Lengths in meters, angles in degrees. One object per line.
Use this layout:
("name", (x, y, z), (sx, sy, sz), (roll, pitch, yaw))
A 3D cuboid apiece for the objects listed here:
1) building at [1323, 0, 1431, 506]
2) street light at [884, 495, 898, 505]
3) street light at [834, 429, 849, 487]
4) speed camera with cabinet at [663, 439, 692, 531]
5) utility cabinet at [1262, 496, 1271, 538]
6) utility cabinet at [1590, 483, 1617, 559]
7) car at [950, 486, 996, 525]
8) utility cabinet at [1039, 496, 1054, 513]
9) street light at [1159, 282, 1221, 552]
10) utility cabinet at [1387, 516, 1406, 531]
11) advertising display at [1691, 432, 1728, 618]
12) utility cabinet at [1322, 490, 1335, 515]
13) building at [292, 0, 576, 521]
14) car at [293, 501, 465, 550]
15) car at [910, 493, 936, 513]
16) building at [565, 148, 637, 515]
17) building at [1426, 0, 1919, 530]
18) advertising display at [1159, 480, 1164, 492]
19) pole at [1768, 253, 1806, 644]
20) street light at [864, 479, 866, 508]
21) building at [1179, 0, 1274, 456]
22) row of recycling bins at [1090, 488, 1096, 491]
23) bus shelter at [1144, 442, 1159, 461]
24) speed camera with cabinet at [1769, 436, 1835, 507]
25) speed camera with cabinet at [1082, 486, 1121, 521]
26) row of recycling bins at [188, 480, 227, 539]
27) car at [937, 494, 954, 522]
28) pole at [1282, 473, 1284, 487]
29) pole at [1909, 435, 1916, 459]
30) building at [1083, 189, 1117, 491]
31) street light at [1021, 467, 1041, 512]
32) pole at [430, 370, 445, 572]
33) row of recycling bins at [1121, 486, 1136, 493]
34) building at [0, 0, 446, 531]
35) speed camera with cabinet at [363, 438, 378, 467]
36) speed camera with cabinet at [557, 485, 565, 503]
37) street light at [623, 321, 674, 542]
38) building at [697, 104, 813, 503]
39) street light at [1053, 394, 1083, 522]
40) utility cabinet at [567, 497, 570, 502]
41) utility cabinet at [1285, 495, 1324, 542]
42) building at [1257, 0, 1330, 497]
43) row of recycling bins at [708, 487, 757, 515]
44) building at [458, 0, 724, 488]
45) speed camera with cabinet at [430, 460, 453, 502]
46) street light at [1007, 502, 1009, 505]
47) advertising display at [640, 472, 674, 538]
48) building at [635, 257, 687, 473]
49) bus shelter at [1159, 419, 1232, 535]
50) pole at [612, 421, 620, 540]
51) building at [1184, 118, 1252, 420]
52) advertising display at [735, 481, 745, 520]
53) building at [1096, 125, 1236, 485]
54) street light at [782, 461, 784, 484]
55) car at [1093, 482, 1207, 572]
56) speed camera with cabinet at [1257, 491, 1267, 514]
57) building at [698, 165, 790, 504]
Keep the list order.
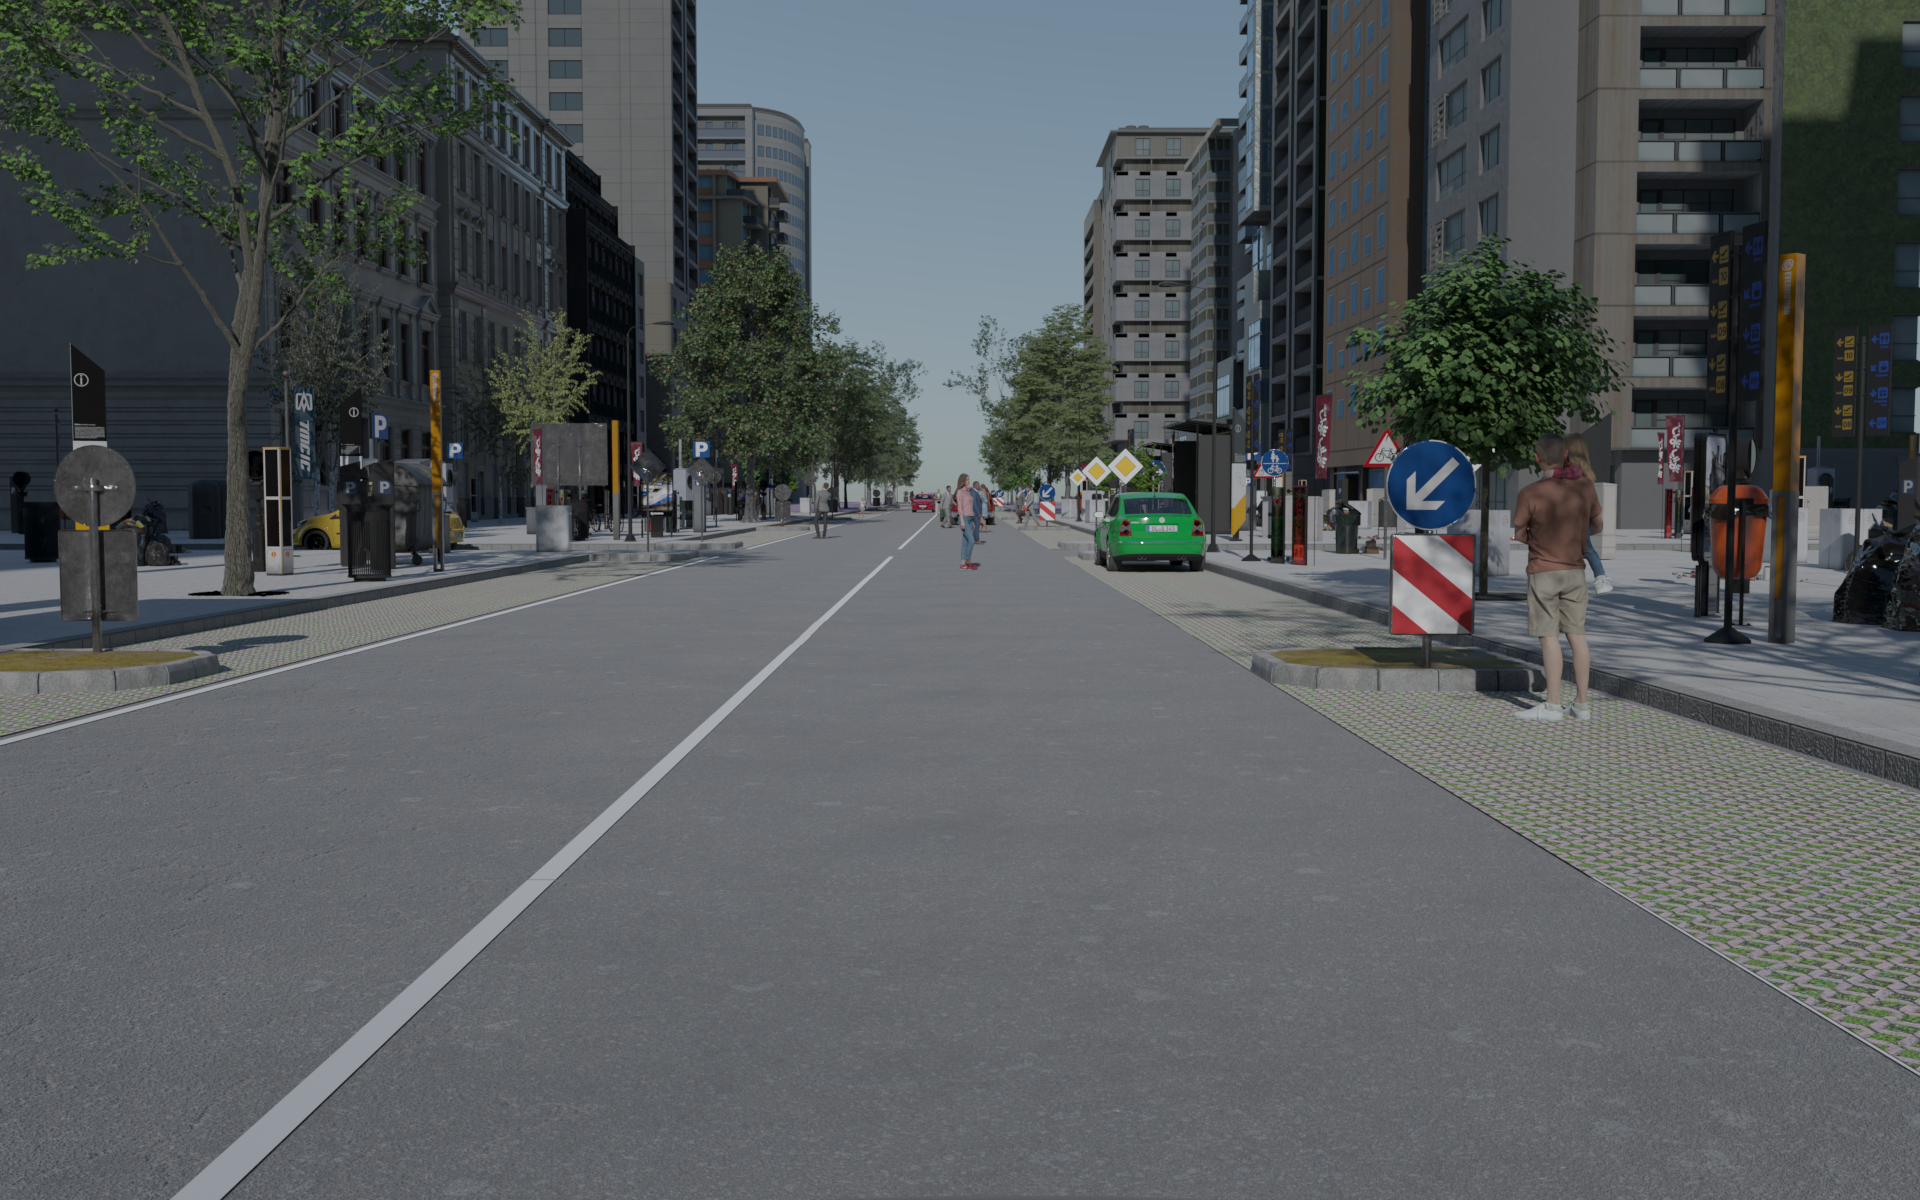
("building", (26.394, -26.597, 84.980), (14.600, 45.320, 14.200), (0, 3, 0))
("street light", (-8.370, -14.263, 205.747), (1.470, 5.913, 1.316), (0, 3, 0))
("street light", (-8.331, -9.168, 122.445), (1.470, 5.913, 1.316), (0, 3, 0))
("speed camera with cabinet", (-10.200, -4.125, 61.781), (0.660, 3.252, 2.038), (2, 4, 25))
("utility cabinet", (9.340, -2.411, 50.576), (1.020, 1.237, 0.306), (3, 5, 43))
("utility cabinet", (12.514, -1.561, 34.201), (0.318, 1.500, 1.173), (-1, 4, -10))
("car", (0.551, -4.425, 81.023), (2.281, 1.827, 5.304), (0, 4, -1))
("utility cabinet", (5.800, -6.415, 116.042), (1.020, 1.237, 0.306), (-1, 4, -18))
("street light", (5.041, -4.005, 38.023), (1.470, 5.913, 1.316), (0, 3, 0))
("utility cabinet", (15.386, -3.060, 61.190), (0.306, 1.237, 1.020), (3, 5, 44))
("advertising display", (7.909, -0.799, 18.285), (0.123, 1.923, 0.974), (3, 4, 36))
("utility cabinet", (17.902, -4.621, 84.235), (0.318, 1.500, 1.173), (0, 4, -6))
("building", (-29.348, -18.066, 92.639), (12.463, 27.353, 25.104), (0, 3, 0))
("car", (-14.047, -1.929, 41.771), (3.980, 1.641, 2.015), (0, 4, 2))
("car", (-2.812, -7.744, 135.657), (2.155, 1.783, 4.494), (0, 4, 2))
("building", (-28.786, -17.340, 113.191), (12.332, 23.373, 15.834), (0, 3, 0))
("building", (26.856, -23.435, 66.760), (14.086, 41.232, 14.154), (0, 3, 0))
("advertising display", (8.883, -4.393, 77.036), (0.123, 1.923, 0.974), (1, 4, 22))
("pole", (7.079, -1.283, 14.828), (0.158, 3.312, 0.155), (0, 3, 0))
("street light", (-8.381, -11.634, 162.751), (1.470, 5.913, 1.316), (0, 3, 0))
("building", (31.210, -50.669, 141.101), (22.319, 86.520, 31.000), (0, 3, 0))
("row of recycling bins", (8.158, -5.804, 102.013), (1.069, 1.692, 3.534), (0, 4, -1))
("bus shelter", (9.533, -5.495, 81.132), (1.731, 3.624, 6.357), (0, 3, 0))
("speed camera with cabinet", (28.656, -3.951, 58.927), (2.038, 3.252, 0.660), (0, 4, -8))
("speed camera with cabinet", (6.772, -5.405, 82.707), (2.038, 3.252, 0.660), (-3, 4, -37))
("row of recycling bins", (-21.855, -2.679, 50.917), (1.069, 1.692, 3.534), (-1, 4, -11))
("car", (-0.147, -4.813, 90.489), (2.131, 1.459, 4.920), (0, 4, -1))
("pole", (19.242, -6.699, 103.378), (0.158, 3.312, 0.155), (0, 3, 0))
("pole", (32.878, -4.036, 59.835), (0.158, 3.312, 0.155), (0, 3, 0))
("building", (30.588, -39.479, 269.181), (21.300, 48.544, 21.600), (0, 3, 0))
("street light", (5.042, -9.073, 120.890), (1.470, 5.913, 1.316), (0, 3, 0))
("pole", (-8.649, -2.129, 28.649), (0.158, 3.312, 0.155), (0, 3, 0))
("row of recycling bins", (8.594, -5.139, 91.132), (1.069, 1.692, 3.534), (1, 4, 20))
("building", (-29.032, -14.281, 69.652), (11.583, 22.565, 21.152), (0, 3, 0))
("speed camera with cabinet", (-15.962, -3.162, 46.033), (0.660, 3.252, 2.038), (-2, 4, -30))
("speed camera with cabinet", (-20.880, -5.869, 90.289), (0.660, 3.252, 2.038), (2, 4, 33))
("street light", (-8.350, -4.526, 46.534), (1.470, 5.913, 1.316), (0, 3, 0))
("building", (-34.054, -44.020, 261.724), (21.231, 58.520, 28.212), (0, 3, 0))
("street light", (4.988, -6.588, 80.253), (1.470, 5.913, 1.316), (0, 3, 0))
("utility cabinet", (-11.698, -2.457, 51.338), (0.306, 1.237, 1.020), (-1, 4, -14))
("utility cabinet", (9.355, -2.198, 47.094), (1.020, 1.237, 0.306), (3, 5, 40))
("building", (29.704, -41.058, 109.550), (20.563, 71.187, 20.611), (0, 3, 0))
("row of recycling bins", (-14.529, -6.367, 111.217), (3.534, 1.692, 1.069), (-3, 5, -39))
("building", (-32.772, -44.078, 158.925), (20.563, 71.187, 20.611), (0, 3, 0))
("speed camera with cabinet", (-14.799, -3.322, 48.657), (0.660, 3.252, 2.038), (0, 3, 0))
("street light", (5.050, -11.306, 157.391), (1.470, 5.913, 1.316), (0, 3, 0))
("advertising display", (-8.904, -2.791, 50.851), (0.974, 1.923, 0.123), (-1, 4, -14))
("building", (-37.398, -17.779, 135.729), (27.650, 21.520, 28.899), (0, 3, 0))
("bus shelter", (7.948, -4.057, 57.616), (1.731, 3.624, 6.357), (0, 3, 0))
("pole", (-9.548, -3.318, 48.093), (0.158, 3.312, 0.155), (0, 3, 0))
("building", (35.850, -29.304, 170.996), (32.217, 40.220, 23.993), (0, 3, 0))
("advertising display", (-10.777, -4.872, 84.871), (0.123, 1.923, 0.974), (1, 4, 18))
("building", (34.466, -40.070, 244.390), (28.713, 52.752, 27.495), (0, 3, 0))
("street light", (-8.331, -6.991, 86.840), (1.470, 5.913, 1.316), (0, 3, 0))
("car", (3.585, -1.490, 33.156), (1.959, 1.807, 4.718), (0, 4, -1))
("speed camera with cabinet", (14.363, -5.663, 86.928), (2.038, 3.252, 0.660), (0, 4, 6))
("building", (-34.635, -35.377, 233.039), (22.147, 44.769, 28.867), (0, 3, 0))
